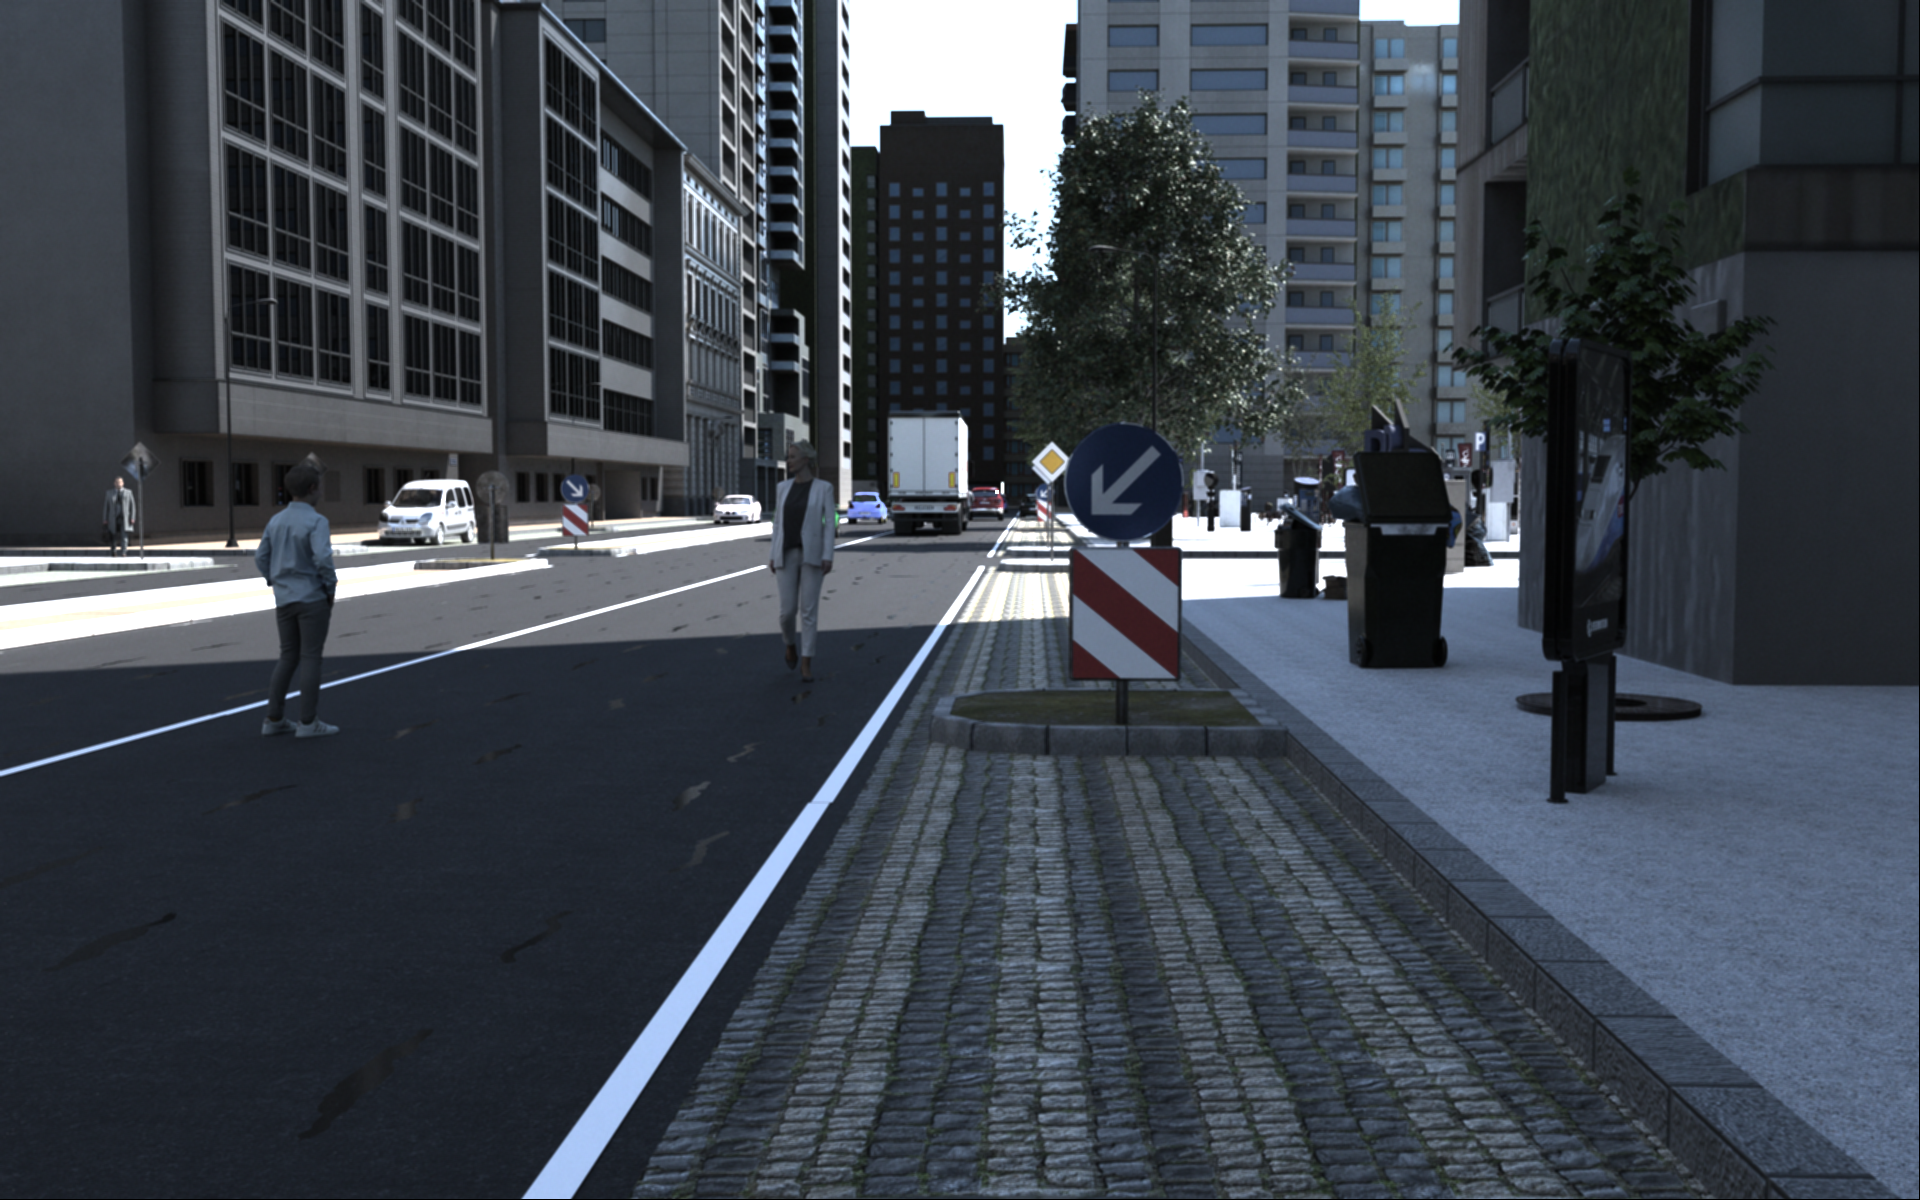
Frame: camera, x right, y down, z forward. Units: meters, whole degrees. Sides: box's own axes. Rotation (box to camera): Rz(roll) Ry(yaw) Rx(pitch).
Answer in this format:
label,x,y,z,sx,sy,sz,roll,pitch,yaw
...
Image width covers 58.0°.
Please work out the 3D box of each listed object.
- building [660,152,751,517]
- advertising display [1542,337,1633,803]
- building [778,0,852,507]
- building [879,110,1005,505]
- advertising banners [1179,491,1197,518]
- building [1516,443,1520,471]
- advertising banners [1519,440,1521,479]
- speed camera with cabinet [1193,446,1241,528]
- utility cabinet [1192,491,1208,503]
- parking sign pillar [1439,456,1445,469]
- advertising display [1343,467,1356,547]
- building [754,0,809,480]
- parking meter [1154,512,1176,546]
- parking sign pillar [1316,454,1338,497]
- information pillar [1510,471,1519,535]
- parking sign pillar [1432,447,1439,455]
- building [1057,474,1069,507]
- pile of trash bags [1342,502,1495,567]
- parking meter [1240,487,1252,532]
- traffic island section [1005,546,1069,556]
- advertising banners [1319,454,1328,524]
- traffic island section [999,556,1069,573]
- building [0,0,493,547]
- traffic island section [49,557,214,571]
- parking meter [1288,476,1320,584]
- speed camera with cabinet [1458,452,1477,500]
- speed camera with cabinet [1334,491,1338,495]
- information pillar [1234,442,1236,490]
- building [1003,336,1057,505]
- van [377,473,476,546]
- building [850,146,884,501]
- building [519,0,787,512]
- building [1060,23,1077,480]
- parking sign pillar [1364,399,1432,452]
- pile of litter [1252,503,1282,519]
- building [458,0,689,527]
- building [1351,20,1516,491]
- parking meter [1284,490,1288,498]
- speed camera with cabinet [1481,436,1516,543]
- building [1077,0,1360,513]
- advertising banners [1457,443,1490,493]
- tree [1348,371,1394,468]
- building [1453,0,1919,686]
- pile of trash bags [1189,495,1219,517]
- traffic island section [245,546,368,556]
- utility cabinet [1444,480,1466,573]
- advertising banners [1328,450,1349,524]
label,x,y,z,sx,sy,sz,roll,pitch,yaw
building,-19.921,-16.977,106.458,11.050,23.489,19.941,0,4,2
advertising display,2.729,-0.141,7.523,0.123,1.923,0.974,2,4,34
building,-25.893,-39.142,181.971,28.212,58.520,21.231,0,4,2
building,-1.824,-33.958,205.329,14.200,45.320,14.600,0,4,2
advertising banners,12.169,-5.938,93.271,2.074,3.025,0.090,-3,5,-42
building,68.290,-45.258,178.213,20.611,71.187,20.563,0,4,2
advertising banners,10.690,-2.139,31.153,2.074,3.025,0.090,-2,4,-30
speed camera with cabinet,10.033,-4.423,66.644,2.038,3.252,0.660,2,4,27
utility cabinet,15.352,-6.241,110.719,1.173,1.500,0.318,-3,4,-38
parking sign pillar,26.942,-6.714,98.244,1.447,3.967,1.447,-1,4,-17
advertising display,9.797,-2.254,42.074,0.974,1.923,0.123,0,4,-2
building,-24.455,-51.286,151.201,22.319,86.520,31.000,0,4,2
parking meter,2.917,-1.171,24.853,0.255,1.863,0.399,0,4,4
parking sign pillar,22.949,-7.322,108.192,1.447,3.967,1.447,2,4,34
information pillar,17.384,-3.053,54.412,0.304,2.012,0.304,1,4,9
parking sign pillar,19.507,-5.217,73.774,1.447,3.967,1.447,1,4,14
building,17.330,-25.208,183.859,14.160,30.474,14.107,0,4,2
pile of trash bags,8.162,-1.340,31.669,1.912,1.369,3.447,-1,4,-21
parking meter,9.810,-3.120,59.422,0.372,1.533,0.369,0,3,0
traffic island section,2.087,-1.127,40.700,2.009,0.180,2.903,0,4,2
advertising banners,15.670,-4.790,74.501,0.090,3.025,2.074,0,3,0
traffic island section,1.757,-0.639,32.722,2.009,0.180,2.903,0,4,2
building,-25.019,-15.896,53.414,14.314,27.812,24.014,0,4,2
traffic island section,-15.819,-0.683,33.452,2.009,0.180,2.903,0,4,2
parking meter,4.965,-1.003,24.814,0.372,1.533,0.369,0,3,0
speed camera with cabinet,24.196,-5.362,82.012,2.038,3.252,0.660,-1,4,-8
speed camera with cabinet,21.390,-6.224,96.106,2.038,3.252,0.660,1,4,16
information pillar,11.779,-5.072,74.282,0.183,3.616,0.504,1,4,10
building,20.024,-22.494,212.809,28.899,21.520,27.650,0,4,2
van,-15.067,-2.567,48.988,2.013,2.044,4.112,0,4,2
building,-16.164,-31.982,206.499,14.086,41.232,14.154,0,4,2
building,-23.616,-42.055,125.855,20.563,71.187,20.611,0,4,2
building,20.449,-30.975,161.071,22.147,44.769,28.867,0,4,2
parking sign pillar,12.164,-3.658,48.284,1.447,3.967,1.447,0,4,2
pile of litter,16.156,-4.712,91.007,1.719,0.858,1.176,1,4,19
building,-22.653,-16.036,81.251,14.314,24.678,30.058,0,4,2
building,41.913,-34.175,178.371,30.456,49.044,23.786,0,4,2
parking meter,20.399,-6.103,108.202,0.372,1.533,0.369,0,3,0
speed camera with cabinet,14.442,-3.192,46.519,0.660,3.252,2.038,1,4,9
building,19.404,-36.088,132.035,21.231,58.520,28.212,0,4,2
advertising banners,17.945,-3.846,59.071,2.074,3.025,0.090,3,4,38
tree,23.076,-9.241,101.451,4.360,8.622,3.978,0,3,0
building,12.481,-20.386,16.911,14.154,41.232,14.086,0,4,2
pile of trash bags,13.609,-5.343,97.103,1.912,1.369,3.447,-1,4,-10
traffic island section,-15.489,-1.171,41.430,2.009,0.180,2.903,0,4,2
utility cabinet,7.461,-1.158,27.608,1.173,1.500,0.318,-1,4,-19
advertising banners,15.909,-4.474,69.332,2.074,3.025,0.090,1,4,17
